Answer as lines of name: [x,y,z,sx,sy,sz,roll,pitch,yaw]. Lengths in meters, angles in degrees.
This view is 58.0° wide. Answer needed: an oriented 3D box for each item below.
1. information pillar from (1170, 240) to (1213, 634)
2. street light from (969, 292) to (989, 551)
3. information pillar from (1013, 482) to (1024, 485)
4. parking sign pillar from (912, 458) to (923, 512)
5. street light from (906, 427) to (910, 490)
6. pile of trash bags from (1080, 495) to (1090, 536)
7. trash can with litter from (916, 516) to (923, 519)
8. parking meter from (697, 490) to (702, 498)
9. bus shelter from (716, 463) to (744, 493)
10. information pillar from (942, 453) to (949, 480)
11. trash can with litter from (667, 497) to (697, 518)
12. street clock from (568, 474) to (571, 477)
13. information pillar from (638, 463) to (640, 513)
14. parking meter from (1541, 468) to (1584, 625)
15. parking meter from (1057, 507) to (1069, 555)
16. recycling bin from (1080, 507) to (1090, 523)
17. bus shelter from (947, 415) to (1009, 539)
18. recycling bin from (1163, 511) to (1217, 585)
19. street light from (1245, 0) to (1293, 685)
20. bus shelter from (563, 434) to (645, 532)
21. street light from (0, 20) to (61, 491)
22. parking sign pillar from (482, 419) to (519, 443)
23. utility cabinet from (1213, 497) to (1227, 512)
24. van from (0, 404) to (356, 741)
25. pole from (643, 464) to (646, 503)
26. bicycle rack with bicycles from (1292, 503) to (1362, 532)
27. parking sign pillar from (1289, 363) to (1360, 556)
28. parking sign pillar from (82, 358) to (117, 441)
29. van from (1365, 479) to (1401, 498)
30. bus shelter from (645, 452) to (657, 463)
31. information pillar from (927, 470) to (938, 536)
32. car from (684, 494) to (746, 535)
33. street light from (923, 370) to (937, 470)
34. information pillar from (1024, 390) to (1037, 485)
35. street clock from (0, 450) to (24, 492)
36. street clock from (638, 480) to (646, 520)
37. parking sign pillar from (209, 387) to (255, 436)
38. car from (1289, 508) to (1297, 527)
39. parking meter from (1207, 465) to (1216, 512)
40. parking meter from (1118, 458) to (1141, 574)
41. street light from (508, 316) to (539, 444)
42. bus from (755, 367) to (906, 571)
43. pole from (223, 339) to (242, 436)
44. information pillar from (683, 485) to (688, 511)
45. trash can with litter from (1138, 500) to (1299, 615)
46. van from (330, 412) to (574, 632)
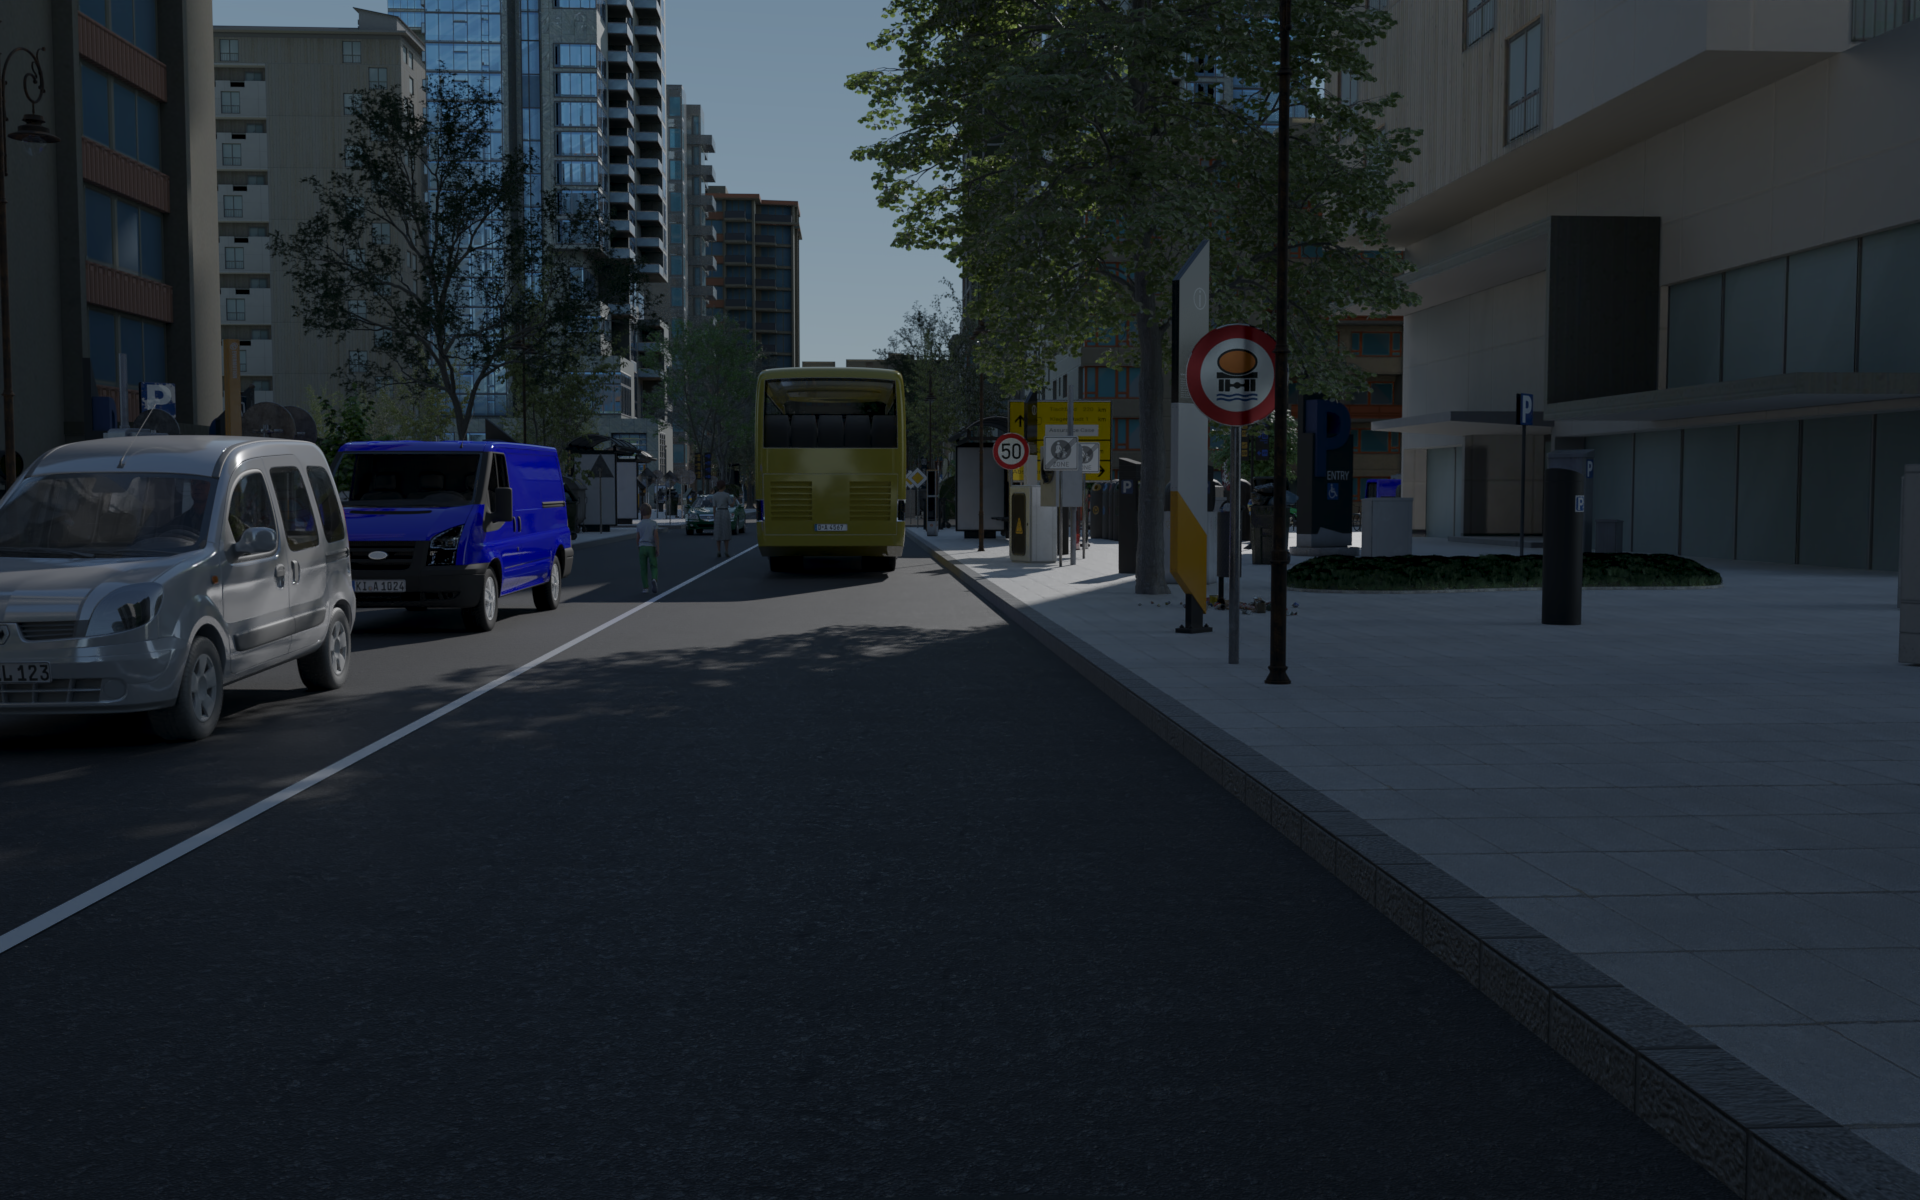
information pillar: [2.115,-1.501,15.895,0.183,3.616,0.504,3,5,42]
street light: [0.476,-4.027,38.637,0.468,5.910,1.993,0,4,-3]
information pillar: [1.528,-2.440,44.380,0.304,2.012,0.304,2,4,35]
parking sign pillar: [-3.151,-8.395,125.734,1.447,3.967,1.447,-1,4,-14]
street light: [-2.848,-7.426,94.210,0.468,5.910,1.993,0,4,-3]
pile of trash bags: [4.843,-2.751,54.729,3.447,1.369,1.912,-3,5,-42]
trash can with litter: [-1.779,-4.759,88.873,1.678,1.210,2.233,2,4,24]
parking meter: [-17.694,-6.692,117.824,0.372,1.533,0.369,0,3,0]
bus shelter: [-17.703,-8.711,133.709,1.731,3.624,6.357,0,4,-3]
information pillar: [-0.828,-6.565,98.691,0.183,3.616,0.504,-3,5,-39]
trash can with litter: [-14.584,-4.991,92.659,2.233,1.210,1.678,1,4,23]
street clock: [-14.080,-3.570,62.936,0.358,2.002,0.471,0,4,0]
information pillar: [-22.142,-7.817,119.161,0.183,3.616,0.504,-1,4,-13]
parking meter: [5.936,-0.529,17.052,0.372,1.533,0.369,0,3,0]
parking meter: [2.122,-1.729,36.687,0.372,1.533,0.369,0,3,0]
recycling bin: [5.515,-3.995,77.878,0.722,1.027,0.722,-1,4,-21]
bus shelter: [0.800,-3.269,47.378,2.014,3.302,5.546,0,4,-3]
recycling bin: [3.282,-0.755,24.901,0.722,1.027,0.722,1,4,18]
street light: [2.154,-2.372,11.564,0.468,5.910,1.993,0,4,-3]
bus shelter: [-12.529,-4.100,60.952,2.014,3.302,5.546,0,4,-4]
street light: [-9.145,-2.680,16.598,0.468,5.910,1.993,0,4,-3]
parking sign pillar: [-16.330,-4.472,61.592,1.447,3.967,1.447,1,4,17]
utility cabinet: [4.731,-1.406,34.148,1.020,1.237,0.306,-1,4,-20]
van: [-5.296,-0.264,11.326,2.013,2.044,4.112,0,4,-3]
pole: [-21.582,-7.625,118.518,0.158,3.312,0.155,0,3,0]
bicycle rack with bicycles: [12.774,-2.851,59.996,2.852,0.926,2.925,0,4,-6]
parking sign pillar: [7.611,-2.911,36.062,1.447,3.967,1.447,-3,4,-38]
parking sign pillar: [-17.332,-2.843,34.963,1.447,3.967,1.447,-1,4,-19]
van: [19.370,-4.089,71.246,5.245,2.365,2.240,0,4,-4]
bus shelter: [-14.533,-4.996,75.613,2.014,3.302,5.546,0,4,-3]
information pillar: [-0.837,-2.942,52.587,0.304,2.012,0.304,1,4,11]
car: [-8.744,-3.083,62.202,2.131,1.459,4.920,0,4,-2]
street light: [-1.111,-5.632,64.864,0.468,5.910,1.993,0,4,-3]
information pillar: [1.508,-2.784,36.870,0.183,3.616,0.504,2,4,29]
street clock: [-15.655,-1.463,28.491,0.358,2.002,0.471,1,4,19]
street clock: [-14.837,-4.672,80.961,0.471,2.002,0.358,-1,4,-14]
parking sign pillar: [-17.971,-3.320,42.756,1.447,3.967,1.447,1,4,15]
car: [11.439,-3.671,68.809,4.718,1.807,1.959,0,4,-5]
parking meter: [4.324,-1.531,30.746,0.399,1.863,0.255,0,4,3]
parking meter: [2.780,-1.362,27.975,0.399,1.863,0.255,3,5,40]
street light: [-10.772,-4.286,42.869,0.468,5.910,1.993,0,4,-3]
bus: [-2.553,-2.658,35.013,2.896,3.916,12.252,0,4,-4]
pole: [-9.595,-1.778,22.906,0.158,3.312,0.155,0,3,0]
information pillar: [-21.139,-7.870,133.171,0.304,2.012,0.304,-2,4,-31]
trash can with litter: [3.032,-0.501,19.252,1.678,1.210,2.233,-1,4,-12]
van: [-5.873,-0.941,19.770,2.240,2.365,5.245,0,4,-2]
